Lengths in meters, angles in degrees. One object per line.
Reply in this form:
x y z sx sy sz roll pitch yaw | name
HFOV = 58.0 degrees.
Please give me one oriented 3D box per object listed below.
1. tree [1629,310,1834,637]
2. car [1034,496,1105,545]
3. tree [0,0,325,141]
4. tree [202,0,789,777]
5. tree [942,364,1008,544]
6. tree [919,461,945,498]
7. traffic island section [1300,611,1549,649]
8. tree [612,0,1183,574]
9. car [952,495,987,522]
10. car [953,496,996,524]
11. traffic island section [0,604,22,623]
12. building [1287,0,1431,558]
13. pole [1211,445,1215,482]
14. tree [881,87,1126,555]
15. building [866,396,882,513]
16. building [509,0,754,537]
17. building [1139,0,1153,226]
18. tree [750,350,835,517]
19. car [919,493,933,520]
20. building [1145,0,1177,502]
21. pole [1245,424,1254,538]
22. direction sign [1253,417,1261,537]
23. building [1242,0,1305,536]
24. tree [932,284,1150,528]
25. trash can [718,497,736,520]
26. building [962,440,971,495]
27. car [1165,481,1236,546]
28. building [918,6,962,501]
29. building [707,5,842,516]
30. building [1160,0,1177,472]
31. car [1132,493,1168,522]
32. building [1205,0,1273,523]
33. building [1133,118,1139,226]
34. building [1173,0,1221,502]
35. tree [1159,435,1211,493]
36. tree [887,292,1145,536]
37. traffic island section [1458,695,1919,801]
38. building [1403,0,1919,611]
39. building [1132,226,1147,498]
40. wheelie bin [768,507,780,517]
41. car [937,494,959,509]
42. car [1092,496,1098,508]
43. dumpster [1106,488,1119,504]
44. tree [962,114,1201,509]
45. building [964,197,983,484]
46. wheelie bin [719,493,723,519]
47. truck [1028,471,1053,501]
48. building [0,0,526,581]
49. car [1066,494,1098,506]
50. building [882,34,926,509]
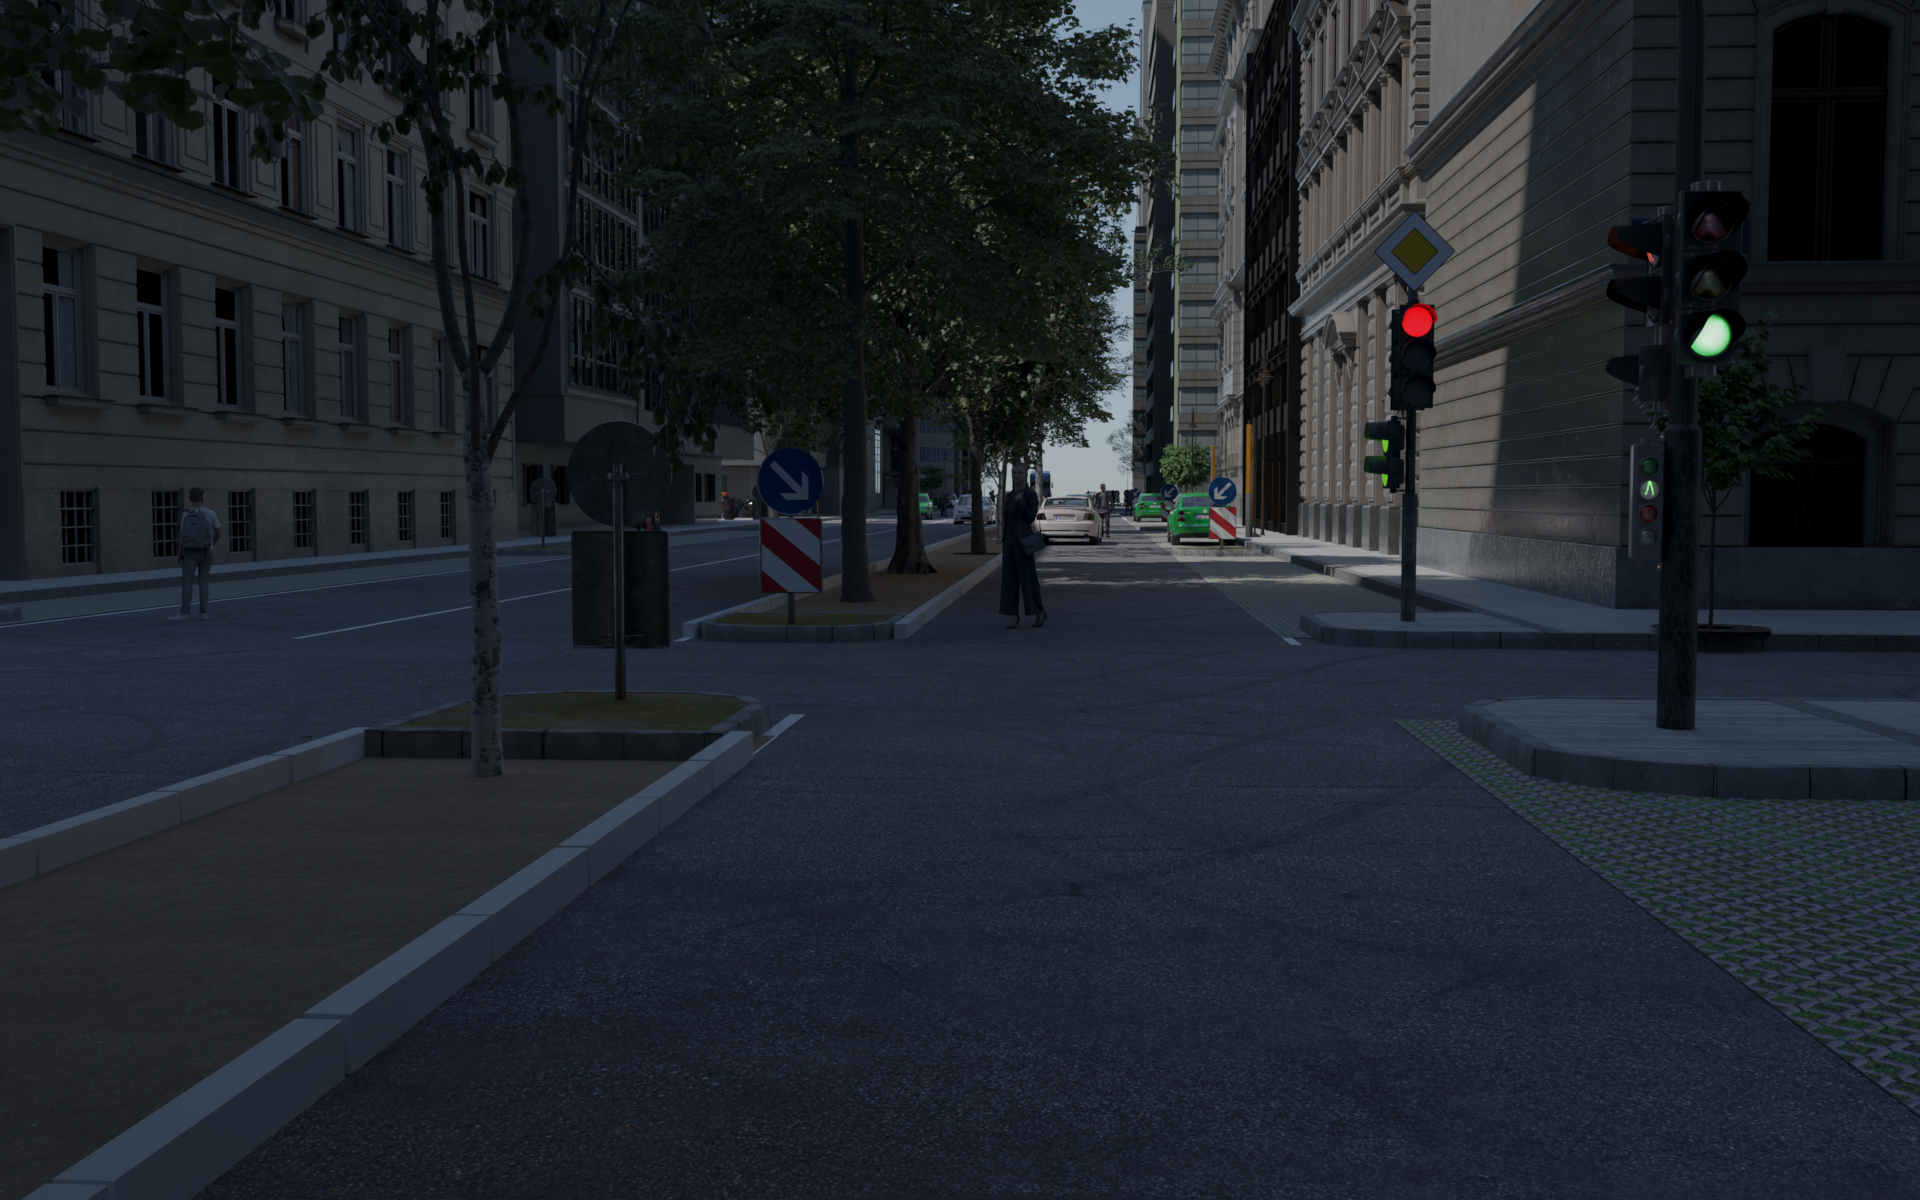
7.076 -1.302 15.896 1.663 3.219 1.824 0 3 0 | tree
3.153 -2.314 50.193 2.083 1.381 4.827 0 4 6 | car
-2.686 -4.990 2.165 7.486 12.596 7.792 0 3 0 | tree
-2.401 -3.393 8.292 4.360 8.622 3.978 0 3 0 | tree
1.097 -5.899 49.262 4.737 8.622 4.395 0 3 0 | tree
-3.031 -11.386 169.869 4.285 4.588 4.351 0 3 0 | tree
4.545 0.293 17.490 2.009 0.180 2.903 0 4 4 | traffic island section
-0.913 -6.806 30.745 9.611 12.733 9.660 0 3 0 | tree
0.626 -4.811 90.656 2.014 1.417 4.499 0 4 2 | car
0.740 -4.348 83.448 2.083 1.381 4.827 0 4 5 | car
-11.650 0.218 18.715 2.009 0.180 2.903 0 4 4 | traffic island section
14.263 -13.033 41.960 11.050 23.489 19.941 0 4 4 | building
10.601 -4.812 72.518 0.158 3.312 0.155 0 3 0 | pole
0.332 -6.872 40.563 9.928 11.665 9.643 0 3 0 | tree
-16.582 -49.558 122.940 22.319 86.520 31.000 0 4 4 | building
-17.412 -14.954 63.561 14.314 24.678 30.058 0 4 4 | building
31.950 -40.708 207.582 21.231 58.520 28.212 0 4 4 | building
-9.718 -9.404 88.174 8.767 10.594 7.601 -3 5 -43 | tree
-2.471 -5.394 96.980 1.959 1.807 4.718 0 4 2 | car
27.846 -32.535 155.654 21.300 48.544 21.600 0 4 4 | building
8.508 -3.488 50.865 0.158 3.312 0.155 0 3 0 | pole
8.785 -3.640 51.512 0.379 3.537 0.876 1 4 15 | direction sign
16.813 -14.100 60.214 12.332 23.373 15.834 0 4 4 | building
2.741 -9.783 72.772 12.009 13.543 11.850 0 3 0 | tree
-11.412 -4.525 85.631 0.748 1.137 0.748 0 3 0 | trash can
-6.171 -26.981 212.839 14.160 30.474 14.107 0 4 4 | building
6.851 -2.481 49.366 1.959 1.807 4.718 0 4 4 | car
-11.284 -39.706 191.188 21.231 58.520 28.212 0 4 4 | building
-14.411 -20.196 101.912 14.160 30.474 14.107 0 4 4 | building
27.308 -31.133 128.638 23.786 49.044 30.456 0 4 4 | building
9.849 -4.893 88.788 1.959 1.807 4.718 0 4 3 | car
18.924 -17.886 79.819 14.401 28.519 23.554 0 4 4 | building
37.694 -39.548 235.851 28.713 52.752 27.495 0 4 4 | building
20.296 -25.886 106.837 14.154 41.232 14.086 0 4 4 | building
12.726 -6.933 97.070 4.285 4.588 4.351 0 3 0 | tree
1.291 -7.253 55.463 8.767 10.594 7.601 0 4 4 | tree
3.943 0.780 9.528 2.009 0.180 2.903 0 4 4 | traffic island section
24.570 -12.435 22.405 34.723 24.649 14.460 0 4 4 | building
25.720 -25.445 187.727 14.160 30.474 14.107 0 4 4 | building
-9.967 -5.102 91.324 0.693 1.594 0.980 2 4 34 | wheelie bin
-1.056 -8.939 155.940 2.009 1.686 4.222 0 4 4 | car
7.758 -5.870 108.550 1.945 1.354 3.894 0 4 6 | car
21.867 -14.881 248.252 1.985 2.255 1.502 0 4 5 | dumpster
5.139 -13.908 85.745 12.611 20.169 13.585 0 3 0 | tree
-8.342 -35.453 234.285 22.147 44.769 28.867 0 4 4 | building
-12.594 -4.970 89.175 0.980 1.594 0.693 1 4 10 | wheelie bin
9.745 -13.234 206.135 2.967 4.110 18.799 0 4 4 | truck
-20.497 -12.241 33.419 16.112 22.955 30.059 0 4 4 | building
5.995 -4.635 87.579 2.131 1.459 4.920 0 4 5 | car
-17.619 -34.513 153.523 28.713 52.752 27.495 0 4 4 | building
